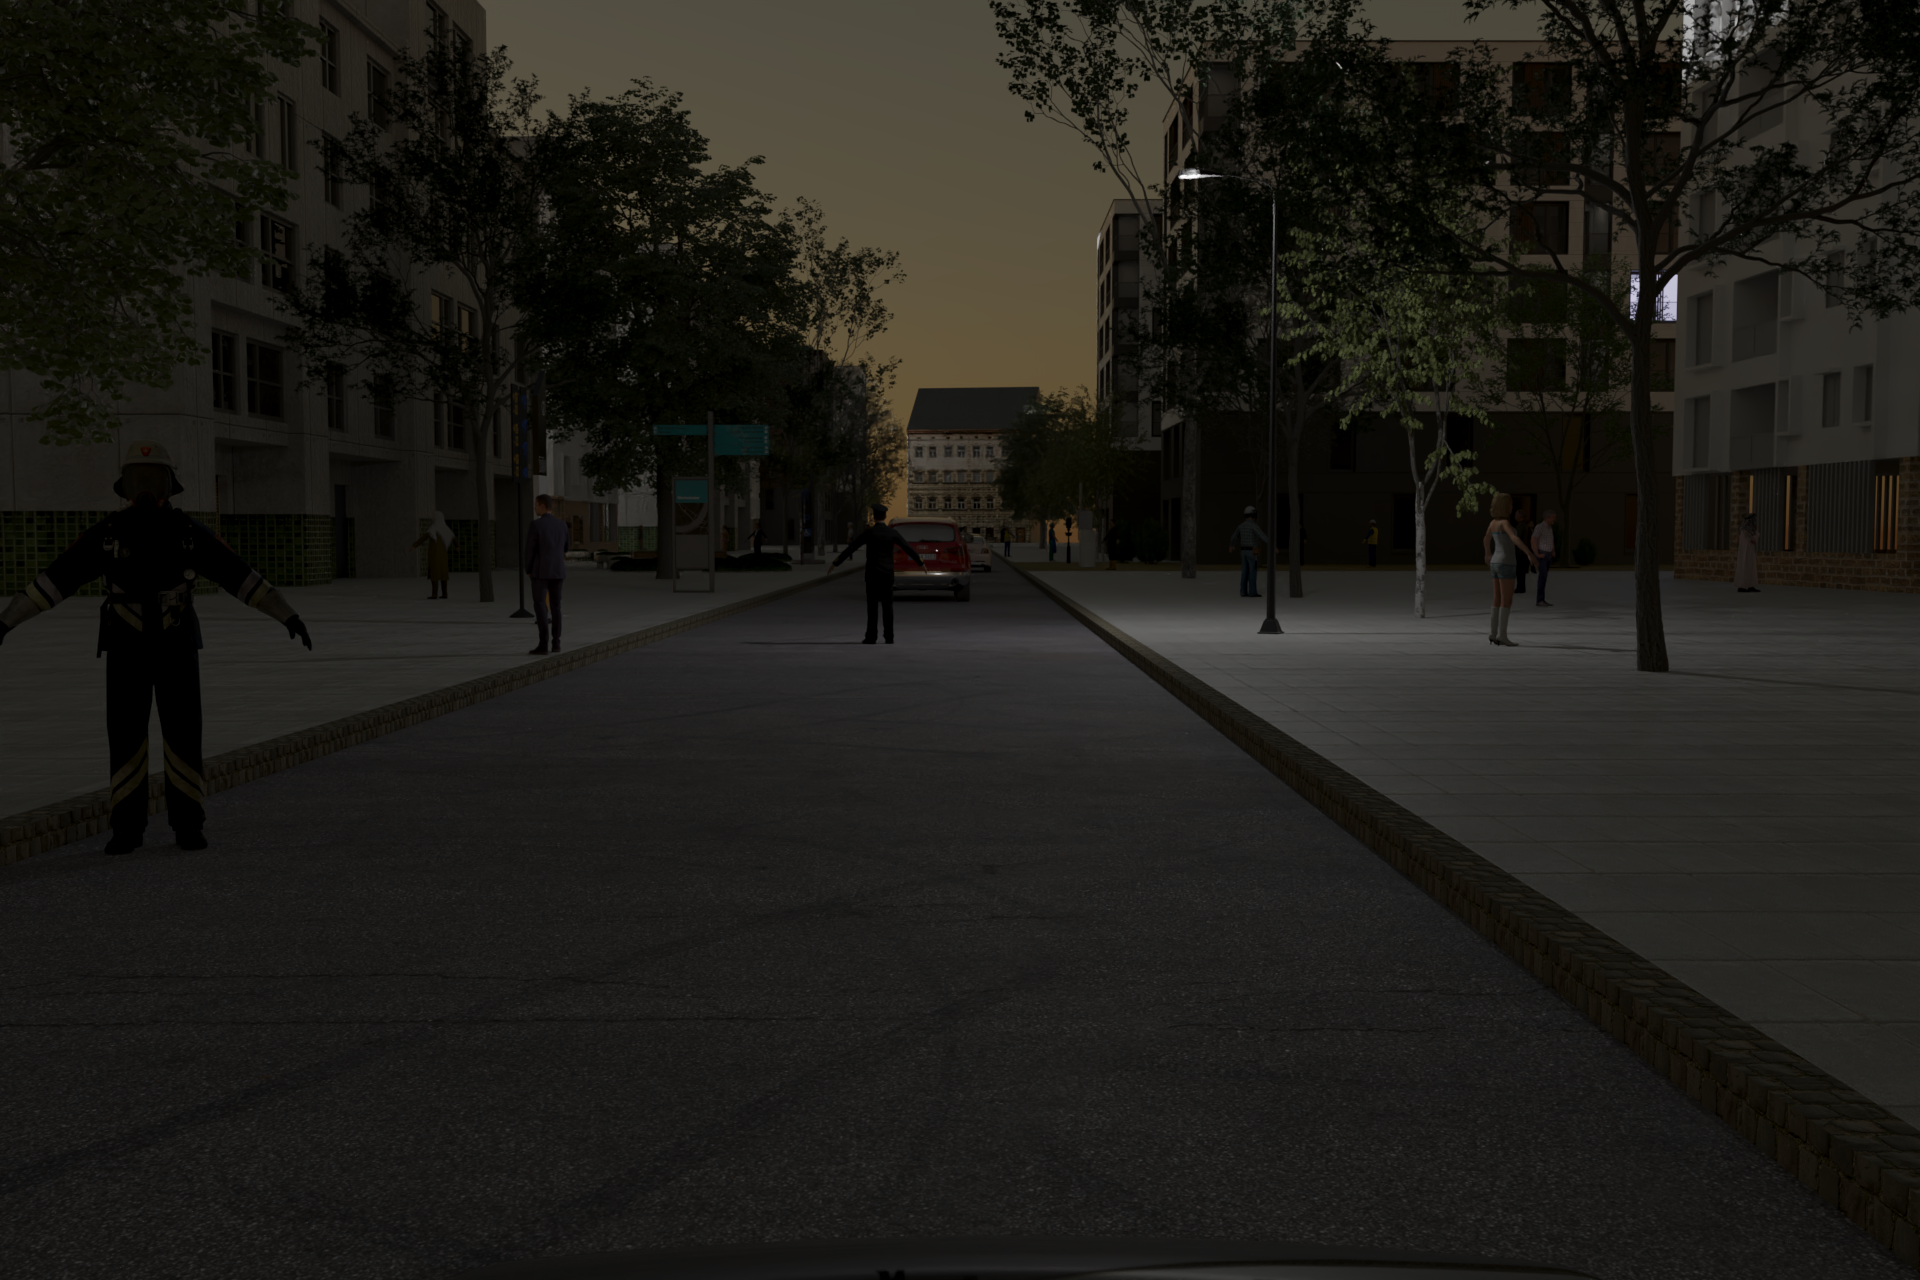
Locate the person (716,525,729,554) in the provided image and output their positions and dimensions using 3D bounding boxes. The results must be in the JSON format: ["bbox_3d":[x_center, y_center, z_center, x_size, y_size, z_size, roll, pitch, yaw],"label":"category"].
[{"bbox_3d":[-11.575,-4.755,84.544,0.721,1.733,1.217,1,4,21],"label":"person"}]

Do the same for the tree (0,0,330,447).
[{"bbox_3d":[-9.502,-5.912,14.795,7.486,12.596,7.792,0,3,0],"label":"tree"}]

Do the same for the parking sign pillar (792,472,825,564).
[{"bbox_3d":[-6.496,-5.240,74.143,1.447,3.967,1.447,0,4,1],"label":"parking sign pillar"}]

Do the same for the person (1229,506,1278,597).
[{"bbox_3d":[5.924,-1.801,35.278,0.704,1.849,1.345,-2,4,-35],"label":"person"}]

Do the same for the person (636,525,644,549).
[{"bbox_3d":[-17.867,-5.542,96.887,0.705,1.796,1.348,-1,4,-21],"label":"person"}]

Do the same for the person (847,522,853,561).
[{"bbox_3d":[-5.330,-4.763,83.735,0.705,1.847,1.347,0,4,-1],"label":"person"}]

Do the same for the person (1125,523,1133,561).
[{"bbox_3d":[7.912,-4.602,81.426,1.347,1.806,0.705,3,4,36],"label":"person"}]

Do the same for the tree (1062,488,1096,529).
[{"bbox_3d":[18.176,-20.447,252.439,7.486,12.596,7.792,0,3,0],"label":"tree"}]

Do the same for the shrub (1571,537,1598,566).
[{"bbox_3d":[24.973,-3.555,69.245,1.383,1.207,1.383,0,3,0],"label":"shrub"}]

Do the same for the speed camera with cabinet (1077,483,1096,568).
[{"bbox_3d":[4.840,-4.398,66.240,0.660,3.252,2.038,0,4,1],"label":"speed camera with cabinet"}]

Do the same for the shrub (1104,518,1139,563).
[{"bbox_3d":[7.131,-4.402,76.392,1.690,2.028,1.600,0,3,0],"label":"shrub"}]

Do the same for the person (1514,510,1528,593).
[{"bbox_3d":[12.132,-1.922,37.600,0.705,1.807,1.348,2,4,28],"label":"person"}]

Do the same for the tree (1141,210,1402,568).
[{"bbox_3d":[11.461,-9.496,65.627,12.009,13.543,11.850,0,3,0],"label":"tree"}]

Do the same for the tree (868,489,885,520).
[{"bbox_3d":[-14.361,-19.663,255.894,7.601,10.594,8.767,0,4,-2],"label":"tree"}]

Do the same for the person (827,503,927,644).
[{"bbox_3d":[-1.055,-0.869,22.594,1.347,1.837,0.705,-1,4,-18],"label":"person"}]

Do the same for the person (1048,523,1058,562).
[{"bbox_3d":[4.335,-4.585,81.092,0.704,1.817,1.347,-1,4,-10],"label":"person"}]

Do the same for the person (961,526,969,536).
[{"bbox_3d":[0.244,-4.332,79.476,1.347,1.806,0.705,-3,5,-41],"label":"person"}]

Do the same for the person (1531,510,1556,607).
[{"bbox_3d":[10.453,-1.460,30.846,0.756,1.711,0.436,-3,4,-37],"label":"person"}]

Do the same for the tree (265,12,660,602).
[{"bbox_3d":[-9.184,-5.979,32.163,8.767,10.594,7.601,3,5,42],"label":"tree"}]

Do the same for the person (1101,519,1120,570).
[{"bbox_3d":[5.390,-3.392,61.600,0.704,1.812,1.346,-1,4,-21],"label":"person"}]

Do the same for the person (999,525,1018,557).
[{"bbox_3d":[2.673,-5.487,96.172,1.216,1.772,0.721,-2,4,-32],"label":"person"}]

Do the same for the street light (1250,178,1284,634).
[{"bbox_3d":[4.547,-3.033,22.133,1.470,5.913,1.316,0,3,0],"label":"street light"}]

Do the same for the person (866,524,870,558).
[{"bbox_3d":[-4.849,-5.245,91.974,0.704,1.802,1.346,0,4,7],"label":"person"}]

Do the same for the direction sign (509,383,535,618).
[{"bbox_3d":[-6.734,-2.112,26.526,0.379,3.537,0.876,0,4,0],"label":"direction sign"}]

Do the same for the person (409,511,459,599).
[{"bbox_3d":[-10.391,-1.684,34.311,0.721,1.736,1.217,2,4,33],"label":"person"}]

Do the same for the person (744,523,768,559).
[{"bbox_3d":[-8.456,-3.990,71.963,1.216,1.740,0.721,2,4,34],"label":"person"}]

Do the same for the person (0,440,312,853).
[{"bbox_3d":[-3.660,0.024,7.847,1.354,1.856,0.705,-1,4,-21],"label":"person"}]

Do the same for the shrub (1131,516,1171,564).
[{"bbox_3d":[8.071,-4.207,73.211,1.690,2.028,1.600,0,3,0],"label":"shrub"}]

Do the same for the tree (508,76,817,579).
[{"bbox_3d":[-8.331,-8.709,49.049,9.857,13.997,8.962,0,3,0],"label":"tree"}]

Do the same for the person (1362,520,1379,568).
[{"bbox_3d":[15.761,-3.691,66.311,0.705,1.833,1.349,3,4,36],"label":"person"}]

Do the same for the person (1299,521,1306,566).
[{"bbox_3d":[13.762,-3.916,70.218,0.705,1.806,1.347,-1,4,-15],"label":"person"}]

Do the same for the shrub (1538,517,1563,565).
[{"bbox_3d":[24.184,-4.118,71.377,1.661,2.075,1.752,0,3,0],"label":"shrub"}]

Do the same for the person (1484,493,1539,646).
[{"bbox_3d":[6.311,-0.813,19.899,0.721,1.753,1.214,0,4,-8],"label":"person"}]

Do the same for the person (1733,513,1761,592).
[{"bbox_3d":[17.374,-1.922,38.133,0.621,1.740,0.551,1,4,10],"label":"person"}]

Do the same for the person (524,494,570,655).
[{"bbox_3d":[-4.432,-0.712,18.610,0.541,1.710,0.530,-3,4,-36],"label":"person"}]

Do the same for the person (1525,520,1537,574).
[{"bbox_3d":[18.476,-3.005,55.934,1.215,1.729,0.721,-1,4,-13],"label":"person"}]

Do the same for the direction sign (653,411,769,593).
[{"bbox_3d":[-5.416,-3.034,38.362,2.525,3.948,1.411,0,4,1],"label":"direction sign"}]
